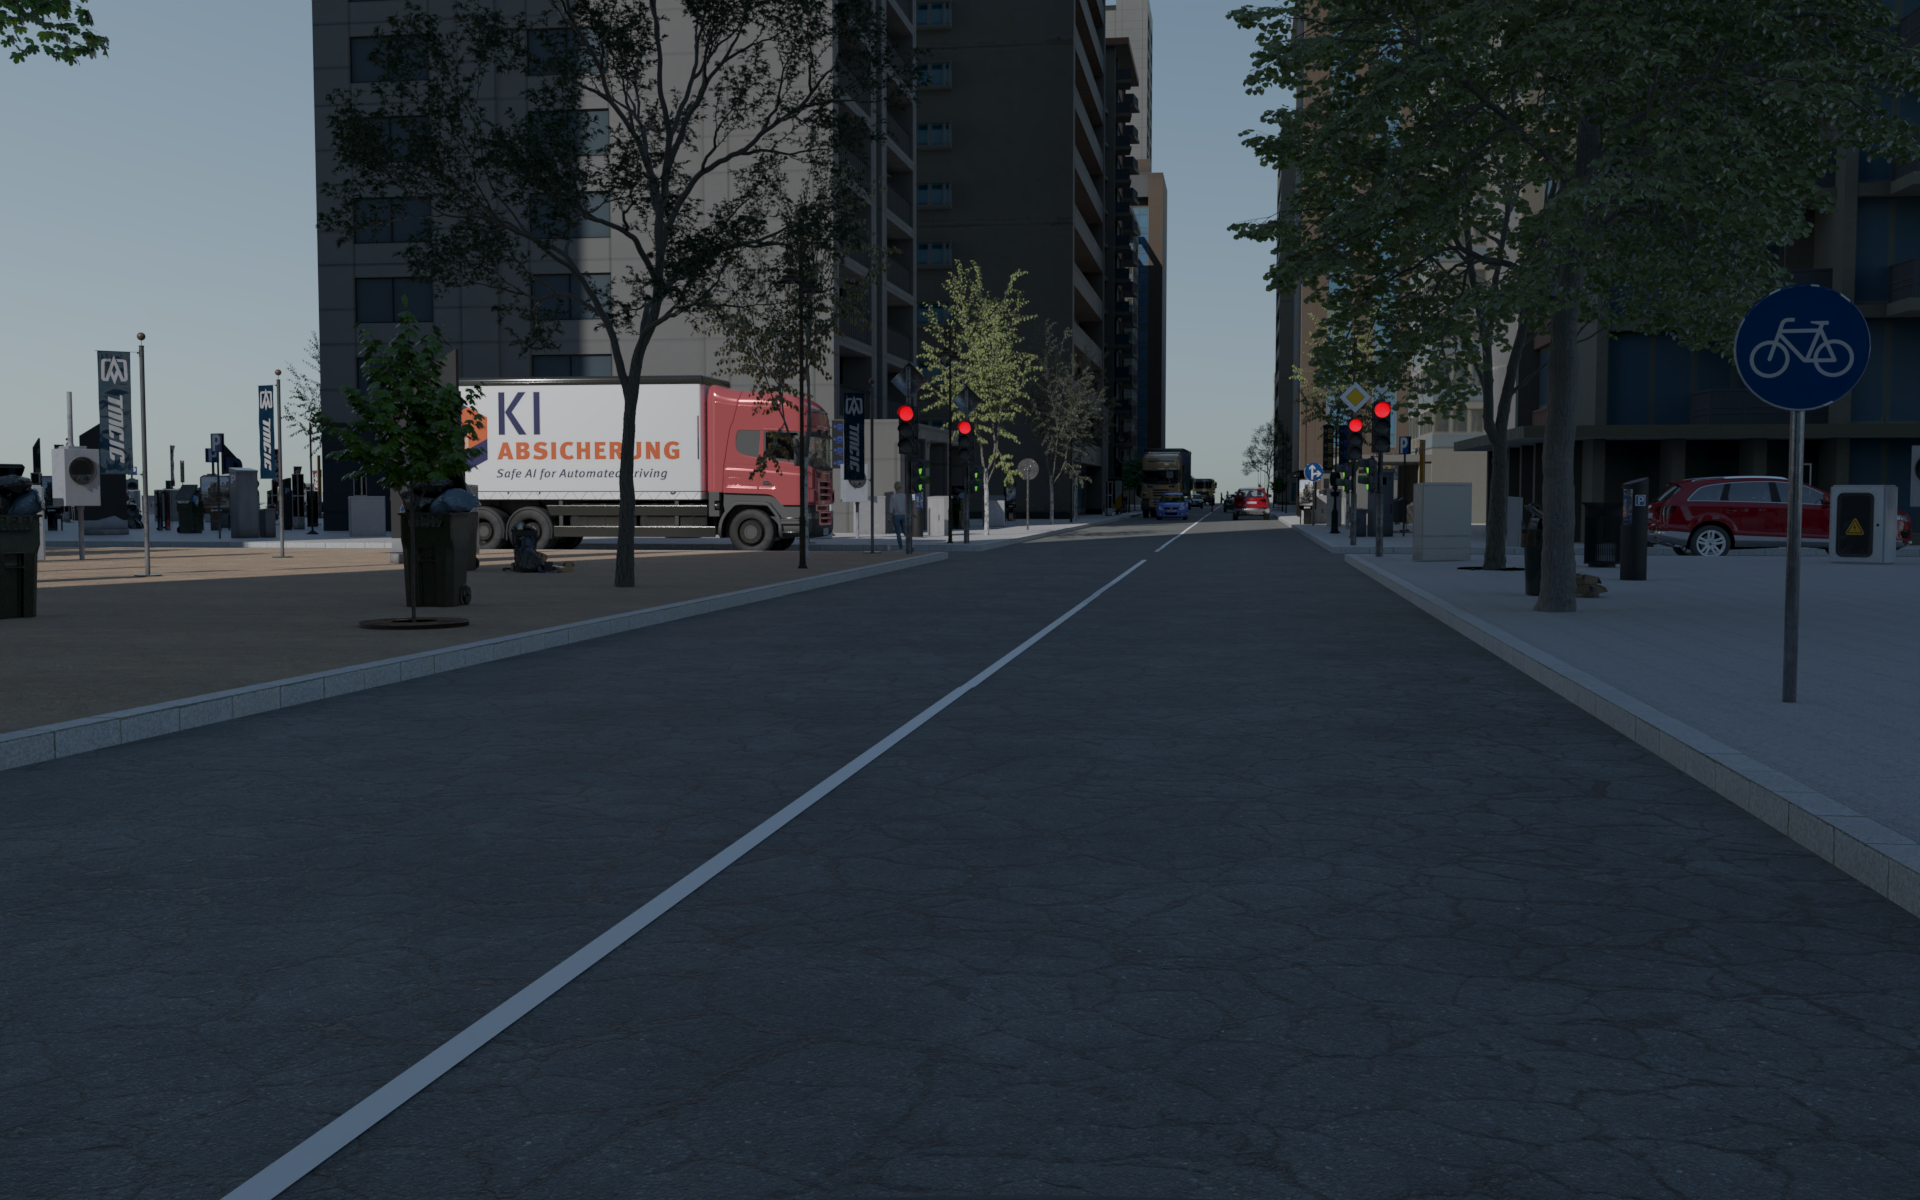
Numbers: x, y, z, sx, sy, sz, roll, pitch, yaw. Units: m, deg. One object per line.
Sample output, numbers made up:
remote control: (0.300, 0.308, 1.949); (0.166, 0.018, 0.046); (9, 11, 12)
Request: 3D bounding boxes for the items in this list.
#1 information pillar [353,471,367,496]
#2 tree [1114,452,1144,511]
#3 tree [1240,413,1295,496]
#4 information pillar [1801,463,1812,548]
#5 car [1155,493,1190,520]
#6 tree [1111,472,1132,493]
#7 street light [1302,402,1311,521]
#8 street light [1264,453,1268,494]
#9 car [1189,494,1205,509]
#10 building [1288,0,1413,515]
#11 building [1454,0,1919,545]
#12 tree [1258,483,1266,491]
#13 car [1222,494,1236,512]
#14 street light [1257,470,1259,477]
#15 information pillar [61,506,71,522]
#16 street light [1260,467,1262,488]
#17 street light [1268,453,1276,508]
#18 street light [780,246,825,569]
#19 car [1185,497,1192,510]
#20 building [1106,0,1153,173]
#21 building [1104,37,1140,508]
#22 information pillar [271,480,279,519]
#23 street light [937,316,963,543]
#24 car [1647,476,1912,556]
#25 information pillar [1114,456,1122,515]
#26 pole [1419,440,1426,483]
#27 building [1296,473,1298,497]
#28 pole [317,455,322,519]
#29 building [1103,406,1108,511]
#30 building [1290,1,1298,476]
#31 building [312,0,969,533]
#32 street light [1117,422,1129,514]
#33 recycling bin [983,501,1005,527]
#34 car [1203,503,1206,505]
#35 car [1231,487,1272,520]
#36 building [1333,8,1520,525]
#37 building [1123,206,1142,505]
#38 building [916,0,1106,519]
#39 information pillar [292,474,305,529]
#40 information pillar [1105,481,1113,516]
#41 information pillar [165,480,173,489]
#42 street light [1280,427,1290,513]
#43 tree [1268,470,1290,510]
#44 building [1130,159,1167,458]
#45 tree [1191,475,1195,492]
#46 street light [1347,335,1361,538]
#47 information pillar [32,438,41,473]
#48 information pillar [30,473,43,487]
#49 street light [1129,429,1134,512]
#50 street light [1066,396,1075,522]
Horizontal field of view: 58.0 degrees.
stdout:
information pillar: (-19.315, -3.137, 55.783); (0.304, 2.012, 0.304); (1, 4, 10)
tree: (13.564, -9.162, 133.518); (4.285, 4.588, 4.351); (0, 3, 0)
tree: (35.814, -16.239, 199.918); (7.601, 10.594, 8.767); (1, 4, 23)
information pillar: (20.236, -2.271, 41.629); (0.304, 2.012, 0.304); (1, 4, 11)
car: (11.874, -5.335, 96.811); (1.945, 1.707, 3.694); (1, 4, 9)
tree: (11.969, -8.178, 128.308); (1.663, 3.219, 1.824); (0, 3, 0)
street light: (16.643, -6.763, 83.365); (0.468, 5.910, 1.993); (1, 4, 9)
street light: (34.036, -13.407, 191.991); (0.468, 5.910, 1.993); (1, 4, 9)
car: (22.957, -9.782, 169.720); (2.009, 1.686, 4.222); (0, 4, 7)
building: (27.813, -27.884, 106.019); (14.600, 45.320, 14.200); (1, 4, 9)
building: (30.135, -24.224, 50.689); (28.867, 44.769, 22.147); (1, 4, 9)
tree: (47.079, -16.967, 272.007); (1.663, 3.219, 1.824); (0, 3, 0)
car: (21.762, -7.657, 136.993); (2.131, 1.459, 4.920); (1, 4, 9)
street light: (41.967, -16.450, 241.736); (0.468, 5.910, 1.993); (1, 4, 9)
information pillar: (-41.405, -4.626, 80.130); (0.304, 2.012, 0.304); (2, 4, 32)
street light: (36.649, -14.396, 208.155); (0.468, 5.910, 1.993); (1, 4, 9)
street light: (28.681, -11.347, 158.304); (0.468, 5.910, 1.993); (1, 4, 9)
street light: (-2.715, -3.481, 29.703); (0.468, 5.910, 1.993); (1, 4, 9)
car: (20.357, -8.958, 159.037); (1.945, 1.354, 3.894); (0, 4, 8)
building: (19.796, -49.902, 254.145); (20.563, 71.187, 20.611); (1, 4, 9)
building: (5.620, -31.278, 166.015); (22.147, 44.769, 28.867); (1, 4, 9)
information pillar: (-35.215, -5.170, 89.014); (0.304, 2.012, 0.304); (-2, 4, -28)
street light: (-0.256, -4.422, 45.090); (0.468, 5.910, 1.993); (1, 4, 9)
car: (17.481, -1.742, 37.156); (5.304, 1.827, 2.281); (1, 4, 11)
information pillar: (9.805, -7.091, 107.290); (0.183, 3.616, 0.504); (-3, 5, -40)
pole: (17.345, -4.353, 65.013); (0.158, 3.312, 0.155); (0, 3, 0)
building: (37.225, -28.783, 154.193); (14.154, 41.232, 14.086); (1, 4, 9)
pole: (-33.574, -5.927, 90.749); (0.158, 3.312, 0.155); (0, 3, 0)
building: (0.969, -50.309, 135.225); (22.319, 86.520, 31.000); (1, 4, 9)
building: (47.816, -35.749, 173.727); (28.713, 52.752, 27.495); (1, 4, 9)
building: (-10.405, -38.416, 66.360); (20.563, 71.187, 20.611); (1, 4, 9)
street light: (10.357, -8.471, 111.281); (0.468, 5.910, 1.993); (1, 4, 9)
recycling bin: (1.323, -3.383, 67.860); (0.722, 1.027, 0.722); (-1, 4, -13)
car: (31.870, -13.478, 229.951); (1.945, 1.707, 3.694); (0, 4, 8)
car: (16.236, -5.375, 96.554); (2.281, 1.827, 5.304); (1, 4, 9)
building: (33.603, -23.608, 77.865); (32.217, 40.220, 23.993); (1, 4, 9)
building: (9.670, -32.172, 217.894); (32.217, 40.220, 23.993); (1, 4, 9)
building: (-3.162, -29.062, 98.864); (21.300, 48.544, 21.600); (1, 4, 9)
information pillar: (-24.015, -3.570, 62.859); (0.304, 2.012, 0.304); (2, 4, 26)
information pillar: (8.820, -6.059, 103.550); (0.304, 2.012, 0.304); (0, 4, 7)
information pillar: (-42.210, -5.383, 92.500); (0.304, 2.012, 0.304); (0, 4, -6)
street light: (23.358, -9.327, 125.290); (0.468, 5.910, 1.993); (1, 4, 9)
tree: (29.678, -10.148, 160.524); (1.663, 3.219, 1.824); (0, 3, 0)
building: (20.871, -35.826, 235.862); (14.600, 45.320, 14.200); (1, 4, 9)
tree: (36.146, -17.867, 275.837); (4.285, 4.588, 4.351); (0, 3, 0)
street light: (11.430, -4.743, 50.333); (0.468, 5.910, 1.993); (1, 4, 9)
information pillar: (-38.376, -4.936, 72.064); (0.183, 3.616, 0.504); (0, 4, 1)
information pillar: (-31.510, -3.342, 59.136); (0.304, 2.012, 0.304); (-1, 4, -14)
street light: (11.828, -9.046, 120.691); (0.468, 5.910, 1.993); (1, 4, 9)
street light: (5.032, -6.451, 78.267); (0.468, 5.910, 1.993); (1, 4, 9)
